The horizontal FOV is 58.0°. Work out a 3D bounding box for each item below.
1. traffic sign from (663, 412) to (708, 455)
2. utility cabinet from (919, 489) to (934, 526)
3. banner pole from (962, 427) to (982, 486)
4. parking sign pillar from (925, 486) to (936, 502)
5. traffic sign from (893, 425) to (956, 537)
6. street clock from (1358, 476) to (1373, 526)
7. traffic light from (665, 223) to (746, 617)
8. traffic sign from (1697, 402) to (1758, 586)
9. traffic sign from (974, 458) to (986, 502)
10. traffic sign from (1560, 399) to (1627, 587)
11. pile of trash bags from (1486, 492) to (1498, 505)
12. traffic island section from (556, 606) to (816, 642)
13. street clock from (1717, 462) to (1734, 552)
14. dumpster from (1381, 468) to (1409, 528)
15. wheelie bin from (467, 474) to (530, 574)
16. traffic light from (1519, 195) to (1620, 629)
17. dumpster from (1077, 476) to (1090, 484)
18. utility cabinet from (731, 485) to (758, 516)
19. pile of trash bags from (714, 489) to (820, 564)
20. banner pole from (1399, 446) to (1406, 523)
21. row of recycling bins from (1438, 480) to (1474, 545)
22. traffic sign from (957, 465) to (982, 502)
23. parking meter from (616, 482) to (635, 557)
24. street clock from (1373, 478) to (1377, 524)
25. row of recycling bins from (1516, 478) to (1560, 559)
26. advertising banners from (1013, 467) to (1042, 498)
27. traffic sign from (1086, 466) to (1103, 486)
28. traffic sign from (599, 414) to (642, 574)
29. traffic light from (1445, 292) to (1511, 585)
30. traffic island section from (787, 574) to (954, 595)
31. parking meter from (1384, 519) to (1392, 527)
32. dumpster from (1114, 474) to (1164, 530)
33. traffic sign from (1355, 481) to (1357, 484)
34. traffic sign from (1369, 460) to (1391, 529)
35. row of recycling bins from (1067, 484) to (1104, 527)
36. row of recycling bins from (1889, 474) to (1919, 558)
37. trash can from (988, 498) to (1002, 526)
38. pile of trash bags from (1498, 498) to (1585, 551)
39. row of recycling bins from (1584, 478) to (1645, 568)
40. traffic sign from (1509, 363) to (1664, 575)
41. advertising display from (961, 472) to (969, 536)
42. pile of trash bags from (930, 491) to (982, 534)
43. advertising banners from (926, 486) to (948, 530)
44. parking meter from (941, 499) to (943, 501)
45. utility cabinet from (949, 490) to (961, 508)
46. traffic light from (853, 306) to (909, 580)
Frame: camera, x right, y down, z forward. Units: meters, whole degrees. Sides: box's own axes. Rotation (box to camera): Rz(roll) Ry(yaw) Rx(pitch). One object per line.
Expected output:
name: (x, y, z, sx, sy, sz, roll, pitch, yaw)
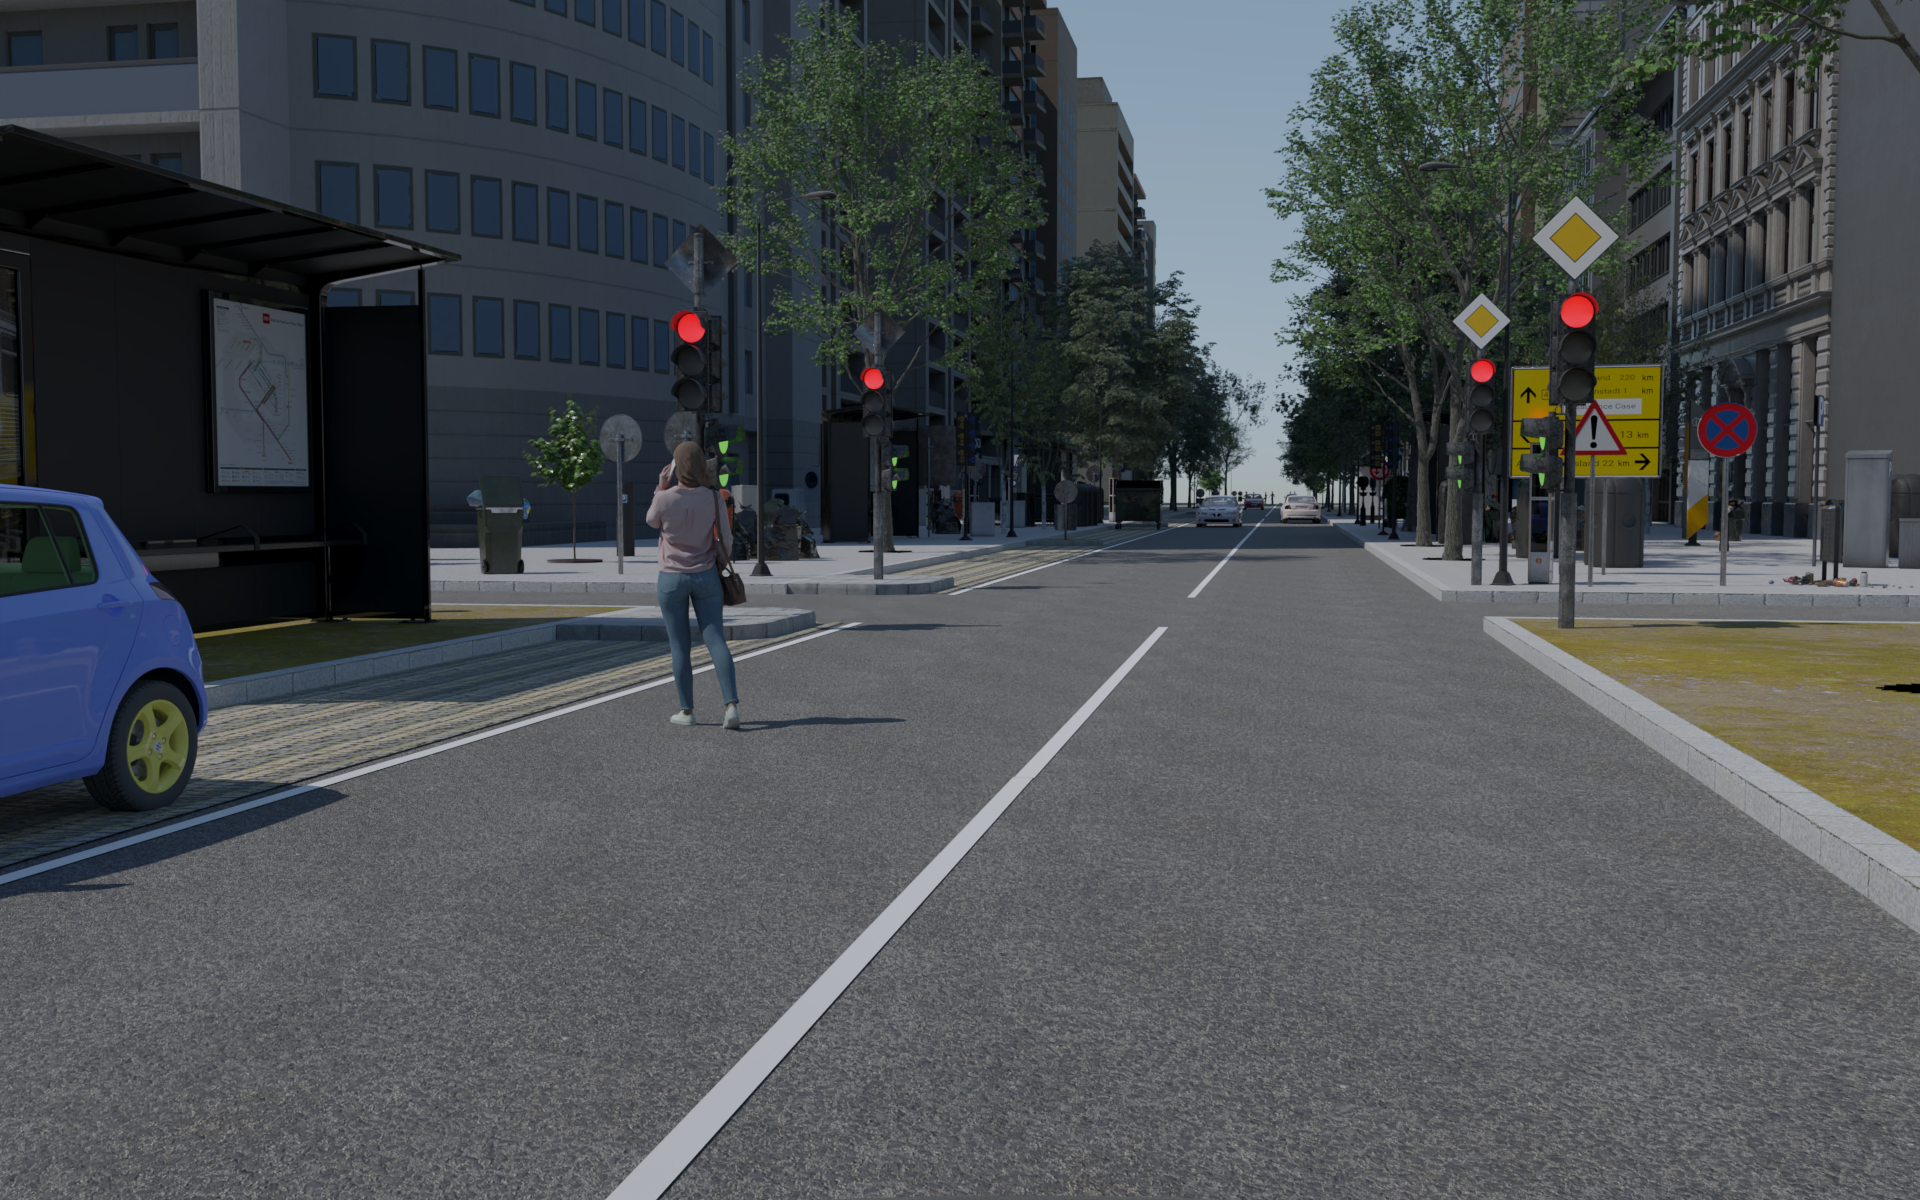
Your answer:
traffic sign: (-4.108, -1.587, 26.047, 0.768, 2.556, 0.104, 1, 4, 13)
utility cabinet: (-1.368, -3.745, 69.906, 0.318, 1.500, 1.173, 1, 4, 15)
banner pole: (0.434, -4.558, 64.533, 0.863, 3.779, 0.401, 1, 4, 16)
parking sign pillar: (-1.264, -5.225, 73.899, 1.447, 3.967, 1.447, 0, 4, -5)
traffic sign: (-1.246, -3.531, 51.597, 2.265, 3.308, 0.079, 1, 4, 11)
street clock: (16.244, -3.988, 69.775, 0.358, 2.002, 0.471, -1, 4, -21)
traffic light: (-2.685, -1.780, 18.029, 0.839, 4.253, 0.868, 1, 4, 11)
traffic sign: (10.653, -1.468, 24.108, 0.768, 2.556, 0.104, 1, 4, 20)
traffic sign: (0.542, -3.713, 60.816, 0.768, 2.556, 0.104, 1, 4, 18)
traffic sign: (8.716, -1.460, 23.880, 0.884, 2.594, 0.081, 1, 4, 11)
pile of trash bags: (29.486, -4.984, 91.240, 3.447, 1.369, 1.912, 1, 4, 9)
traffic island section: (-2.723, 0.251, 18.170, 2.009, 0.180, 2.903, 1, 4, 11)
street clock: (17.068, -2.083, 38.629, 0.358, 2.002, 0.471, 2, 4, 31)
dumpster: (16.692, -3.859, 65.595, 1.502, 2.255, 1.985, 1, 4, 10)
wheelie bin: (-7.443, -1.222, 27.895, 0.980, 1.594, 0.693, -2, 4, -28)
traffic light: (5.780, -1.684, 16.454, 0.839, 4.253, 0.868, 1, 4, 11)
dumpster: (6.564, -5.635, 94.619, 1.502, 2.255, 1.985, 1, 4, 11)
utility cabinet: (-5.260, -2.081, 42.705, 0.318, 1.500, 1.173, 1, 4, 18)
pile of trash bags: (-4.024, -1.442, 33.325, 1.912, 1.369, 3.447, 1, 4, 15)
banner pole: (19.464, -5.287, 76.463, 0.401, 3.779, 0.863, -2, 4, -29)
row of recycling bins: (12.990, -2.333, 45.262, 1.069, 1.692, 3.534, 1, 4, 13)
traffic sign: (0.319, -3.666, 59.941, 0.884, 2.594, 0.081, 1, 4, 13)
parking meter: (-6.890, -1.667, 35.659, 0.372, 1.533, 0.369, 0, 3, 0)
street clock: (17.862, -4.305, 74.951, 0.358, 2.002, 0.471, 1, 4, 21)
row of recycling bins: (12.073, -1.760, 35.893, 1.069, 1.692, 3.534, 1, 4, 19)
advertising banners: (3.810, -6.257, 98.483, 2.074, 3.025, 0.090, -2, 4, -25)
traffic sign: (6.000, -4.727, 77.397, 0.768, 2.556, 0.104, 1, 4, 17)
traffic sign: (-5.431, -1.685, 27.656, 0.768, 2.556, 0.104, 1, 4, 18)
traffic light: (7.261, -2.164, 24.301, 0.839, 4.253, 0.868, 1, 4, 11)
traffic island section: (-1.242, -0.229, 26.018, 2.009, 0.180, 2.903, 1, 4, 11)
parking meter: (16.610, -3.753, 67.080, 0.255, 1.863, 0.399, 3, 5, 43)
dumpster: (7.204, -3.960, 69.694, 1.985, 2.255, 1.502, 1, 4, 11)
traffic sign: (21.426, -5.626, 91.992, 0.884, 2.594, 0.081, 1, 4, 17)
traffic sign: (15.554, -3.919, 64.190, 0.768, 2.556, 0.104, 1, 4, 18)
row of recycling bins: (4.842, -3.803, 69.285, 1.069, 1.692, 3.534, 1, 4, 13)
row of recycling bins: (19.628, -1.777, 36.170, 1.069, 1.692, 3.534, 1, 4, 23)
trash can: (1.484, -3.620, 70.840, 0.748, 1.137, 0.748, 0, 3, 0)
pile of trash bags: (13.788, -1.868, 40.298, 1.912, 1.369, 3.447, 1, 4, 10)
row of recycling bins: (11.900, -1.494, 31.538, 1.069, 1.692, 3.534, 1, 4, 20)
traffic sign: (9.880, -2.051, 27.413, 2.265, 3.308, 0.079, 1, 4, 18)
advertising display: (0.145, -2.741, 50.030, 0.123, 1.923, 0.974, 0, 4, -6)
pile of trash bags: (-0.024, -2.888, 56.967, 1.912, 1.369, 3.447, 0, 4, -2)
advertising banners: (-0.786, -4.046, 62.342, 0.090, 3.025, 2.074, 1, 4, 21)
parking meter: (-1.108, -5.691, 98.751, 0.255, 1.863, 0.399, -1, 4, -18)
utility cabinet: (-0.239, -5.708, 102.003, 1.173, 1.500, 0.318, 0, 4, -3)
traffic light: (-1.205, -2.260, 25.876, 0.839, 4.253, 0.868, 1, 4, 11)
